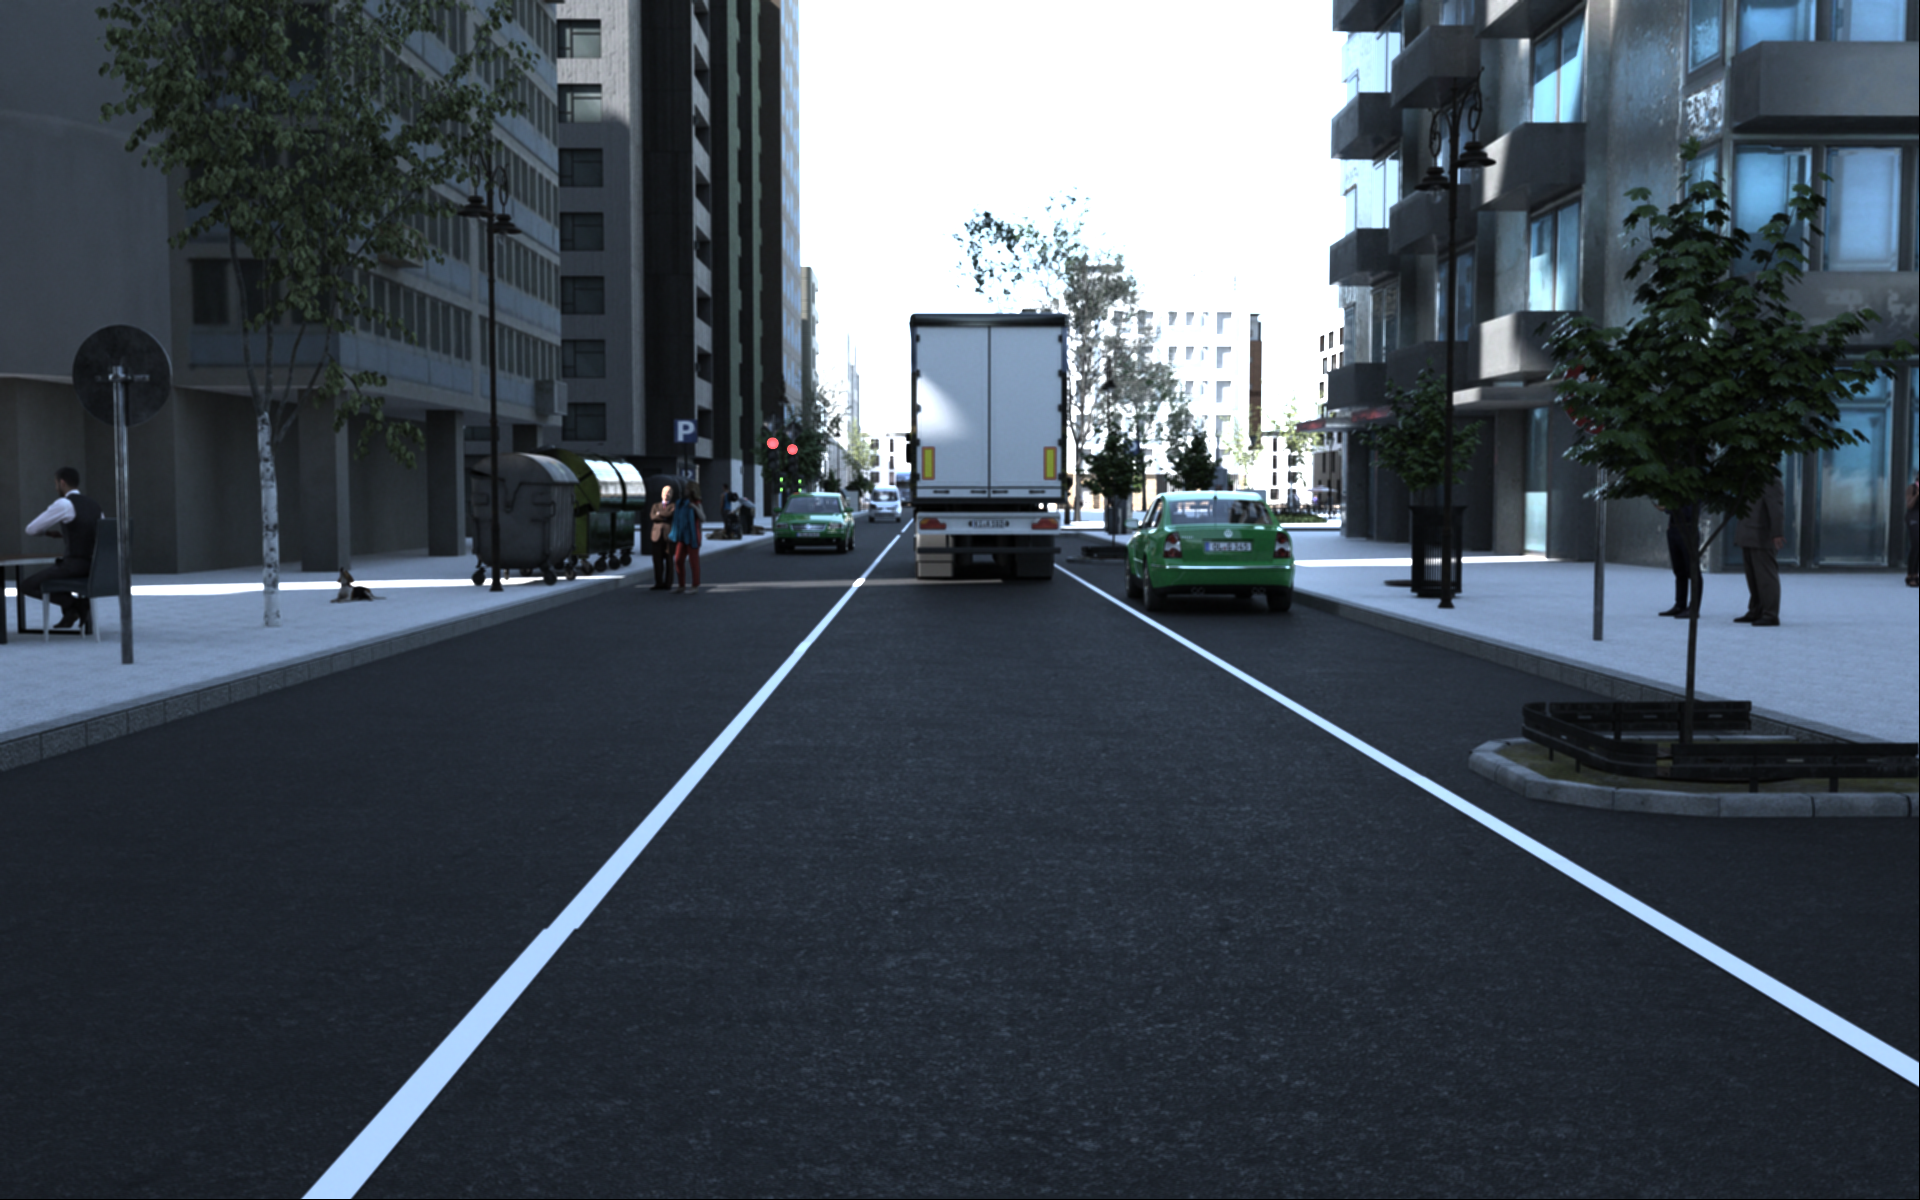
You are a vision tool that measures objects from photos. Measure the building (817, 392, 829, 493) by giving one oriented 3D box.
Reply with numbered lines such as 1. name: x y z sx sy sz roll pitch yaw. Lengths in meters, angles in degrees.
1. building: -16.380 -13.117 156.616 9.099 9.664 28.070 0 4 -1

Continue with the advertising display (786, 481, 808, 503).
1. advertising display: -7.196 -4.348 76.310 0.974 1.923 0.123 0 4 -6

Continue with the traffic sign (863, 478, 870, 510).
1. traffic sign: -7.497 -8.330 136.300 0.768 2.556 0.104 0 4 8

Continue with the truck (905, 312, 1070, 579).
1. truck: 0.342 -2.659 32.383 2.839 4.237 11.283 0 4 -1

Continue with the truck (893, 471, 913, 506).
1. truck: -6.248 -13.234 206.138 2.967 4.110 18.799 0 4 -1

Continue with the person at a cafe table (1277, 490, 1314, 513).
1. person at a cafe table: 19.217 -5.556 99.349 1.698 1.524 1.622 2 4 30

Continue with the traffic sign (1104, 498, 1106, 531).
1. traffic sign: 4.984 -3.629 59.434 0.768 2.556 0.104 0 4 2

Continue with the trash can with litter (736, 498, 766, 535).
1. trash can with litter: -6.534 -2.639 54.530 1.055 1.170 0.624 3 4 37

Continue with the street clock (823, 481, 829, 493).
1. street clock: -7.652 -5.768 98.871 0.358 2.002 0.471 1 4 9

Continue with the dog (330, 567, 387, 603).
1. dog: -7.213 -0.188 20.803 0.748 0.427 0.550 -2 4 -30

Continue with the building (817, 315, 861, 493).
1. building: -19.779 -19.572 186.461 16.747 18.905 31.486 0 4 -1

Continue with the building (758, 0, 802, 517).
1. building: -16.989 -27.731 103.508 14.600 45.320 14.200 0 4 -1

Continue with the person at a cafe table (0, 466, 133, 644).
1. person at a cafe table: -8.115 -0.414 15.277 1.622 1.524 1.698 1 4 13

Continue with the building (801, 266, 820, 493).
1. building: -24.974 -17.162 125.630 27.650 21.520 28.899 0 4 -1

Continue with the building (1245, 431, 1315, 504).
1. building: 46.553 -17.837 233.782 28.070 9.664 9.099 0 4 -1

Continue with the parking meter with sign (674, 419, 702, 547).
1. parking meter with sign: -6.441 -2.754 41.289 0.543 3.016 1.738 0 4 -3

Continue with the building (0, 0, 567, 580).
1. building: -21.564 -21.071 36.389 23.993 40.220 32.217 0 4 -1

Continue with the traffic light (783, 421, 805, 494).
1. traffic light: -6.367 -4.732 66.290 0.839 4.253 0.868 0 4 -1

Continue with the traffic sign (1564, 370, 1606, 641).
1. traffic sign: 5.598 -0.918 15.120 0.768 2.556 0.104 0 4 1

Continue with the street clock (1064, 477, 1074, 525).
1. street clock: 4.511 -4.174 72.818 0.471 2.002 0.358 2 4 34

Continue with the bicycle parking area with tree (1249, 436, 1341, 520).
1. bicycle parking area with tree: 16.722 -6.103 86.781 8.231 4.147 9.016 -1 4 -18

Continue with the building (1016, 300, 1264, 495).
1. building: 20.150 -21.707 198.886 27.936 21.610 32.646 0 4 -1

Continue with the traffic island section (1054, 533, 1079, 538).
1. traffic island section: 2.930 -2.219 58.569 2.009 0.180 2.903 0 4 -1

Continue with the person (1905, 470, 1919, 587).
1. person: 13.306 -1.006 23.969 0.415 1.643 0.593 1 4 19

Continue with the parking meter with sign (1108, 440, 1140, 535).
1. parking meter with sign: 5.210 -3.615 55.373 0.543 3.016 1.738 2 4 24

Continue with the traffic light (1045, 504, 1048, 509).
1. traffic light: 2.890 -4.253 58.454 0.839 4.253 0.868 0 4 -1

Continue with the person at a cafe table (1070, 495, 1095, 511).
1. person at a cafe table: 9.377 -7.727 134.843 1.698 1.524 1.622 -1 4 -21

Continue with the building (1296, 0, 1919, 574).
1. building: 21.476 -25.678 39.444 23.786 49.044 30.456 0 4 -1

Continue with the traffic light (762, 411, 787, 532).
1. traffic light: -6.250 -4.244 58.305 0.839 4.253 0.868 0 4 -1

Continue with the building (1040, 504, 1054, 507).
1. building: 11.264 -13.841 168.452 9.099 9.664 28.070 0 4 -1

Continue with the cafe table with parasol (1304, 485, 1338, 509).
1. cafe table with parasol: 28.683 -8.131 137.803 2.610 1.966 2.610 1 4 18

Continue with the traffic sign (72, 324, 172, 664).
1. traffic sign: -6.301 -0.791 13.031 0.768 2.556 0.104 0 4 3

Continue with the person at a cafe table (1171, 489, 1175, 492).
1. person at a cafe table: 11.036 -4.971 89.784 1.698 1.524 1.622 0 4 5

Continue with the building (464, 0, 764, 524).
1. building: -17.999 -19.457 89.818 14.160 30.474 14.107 0 4 -1

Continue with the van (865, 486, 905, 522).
1. van: -3.867 -5.045 89.501 2.013 2.044 4.112 0 4 -2

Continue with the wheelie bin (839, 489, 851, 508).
1. wheelie bin: -7.325 -6.167 108.745 0.693 1.594 0.980 2 4 28

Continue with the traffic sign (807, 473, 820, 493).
1. traffic sign: -7.089 -5.084 83.222 0.768 2.556 0.104 0 4 7

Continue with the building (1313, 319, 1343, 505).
1. building: 60.690 -21.940 202.687 32.646 21.610 27.936 0 4 -1

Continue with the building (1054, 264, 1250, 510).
1. building: 15.750 -17.853 148.311 16.016 20.091 11.380 0 4 -1

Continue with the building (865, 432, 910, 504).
1. building: -14.168 -17.829 233.657 28.070 9.664 9.099 0 4 -1

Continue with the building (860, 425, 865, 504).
1. building: -26.131 -16.416 210.548 28.070 9.664 9.099 0 4 -1

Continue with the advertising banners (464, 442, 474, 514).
1. advertising banners: -16.090 -3.793 58.199 2.074 3.025 0.090 -1 4 -17

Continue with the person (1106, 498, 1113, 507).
1. person: 8.547 -5.572 97.942 0.742 1.727 0.445 -2 4 -27

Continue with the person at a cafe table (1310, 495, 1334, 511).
1. person at a cafe table: 27.345 -7.267 129.676 1.698 1.238 1.726 -1 4 -16
